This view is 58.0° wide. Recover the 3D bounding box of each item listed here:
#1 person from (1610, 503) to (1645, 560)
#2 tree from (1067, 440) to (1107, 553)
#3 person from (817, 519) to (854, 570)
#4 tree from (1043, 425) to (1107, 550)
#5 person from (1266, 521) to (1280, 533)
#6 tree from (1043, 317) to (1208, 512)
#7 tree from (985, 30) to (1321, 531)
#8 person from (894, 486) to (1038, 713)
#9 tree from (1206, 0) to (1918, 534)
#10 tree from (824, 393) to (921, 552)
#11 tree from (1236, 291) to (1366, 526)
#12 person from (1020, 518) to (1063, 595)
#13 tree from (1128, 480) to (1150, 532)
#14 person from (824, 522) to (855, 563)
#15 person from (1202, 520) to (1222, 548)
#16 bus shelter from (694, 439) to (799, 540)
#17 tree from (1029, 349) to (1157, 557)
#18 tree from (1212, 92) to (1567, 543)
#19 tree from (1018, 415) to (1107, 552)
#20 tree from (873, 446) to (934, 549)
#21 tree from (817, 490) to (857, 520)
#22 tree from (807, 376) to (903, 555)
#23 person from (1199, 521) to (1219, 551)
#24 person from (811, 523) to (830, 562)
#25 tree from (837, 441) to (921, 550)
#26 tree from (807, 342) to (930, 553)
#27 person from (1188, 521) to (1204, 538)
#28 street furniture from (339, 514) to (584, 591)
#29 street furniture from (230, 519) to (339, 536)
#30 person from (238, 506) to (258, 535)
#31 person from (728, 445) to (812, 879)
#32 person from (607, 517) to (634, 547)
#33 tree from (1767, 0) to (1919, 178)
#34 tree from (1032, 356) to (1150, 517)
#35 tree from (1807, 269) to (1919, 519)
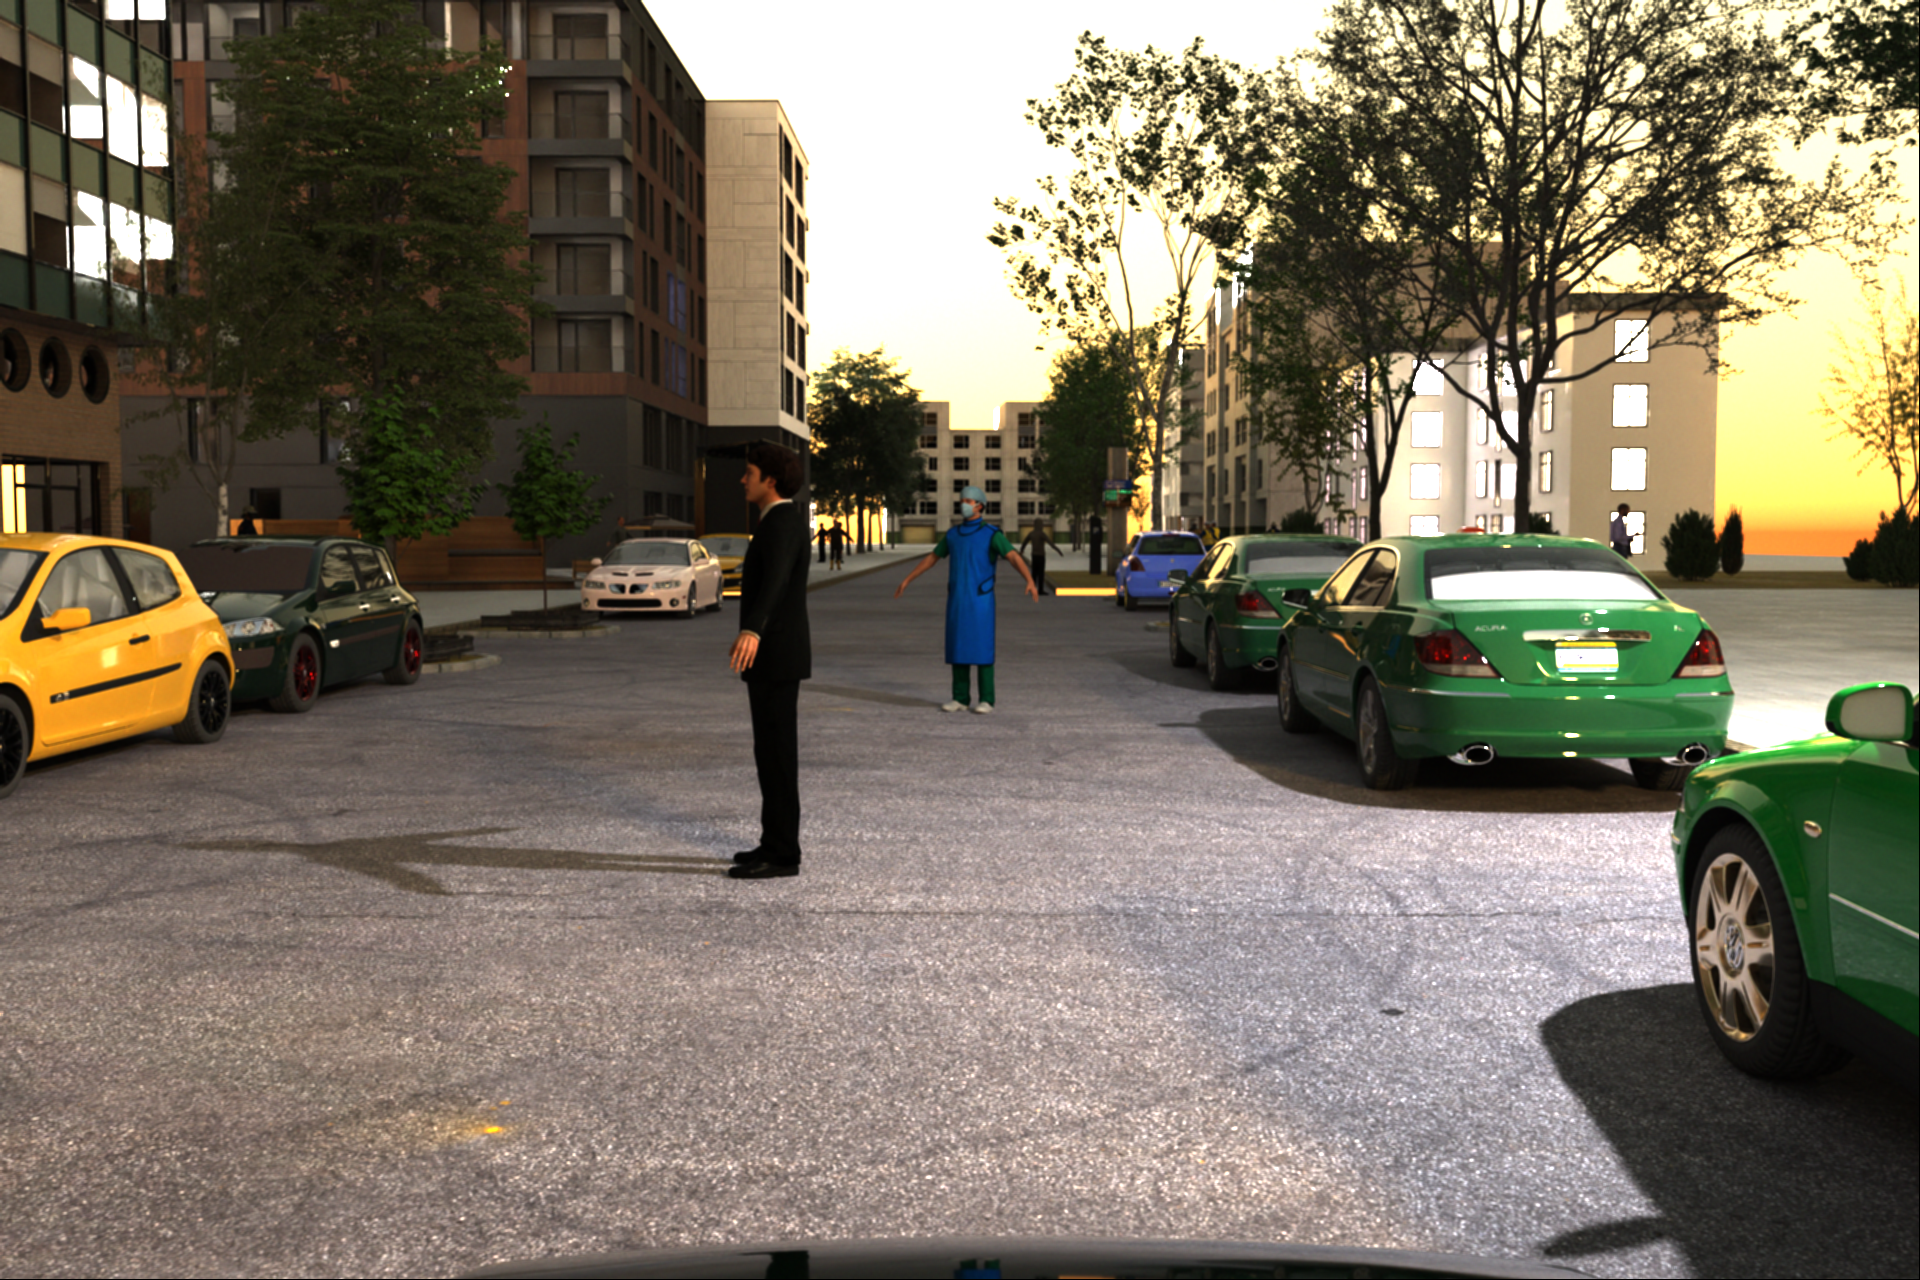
[{"bbox_3d":[12.193,-1.575,31.660,0.599,1.838,0.709,1,4,17],"label":"person"},{"bbox_3d":[8.603,-10.369,119.895,4.737,8.622,4.395,0,3,0],"label":"tree"},{"bbox_3d":[-4.466,-3.422,62.093,1.346,1.812,0.704,0,4,-7],"label":"person"},{"bbox_3d":[9.900,-13.514,139.086,7.486,12.596,7.792,0,3,0],"label":"tree"},{"bbox_3d":[14.301,-4.474,78.937,1.354,1.856,0.705,1,4,22],"label":"person"},{"bbox_3d":[7.797,-9.543,81.790,9.928,11.665,9.643,0,3,0],"label":"tree"},{"bbox_3d":[6.969,-12.800,65.167,12.611,20.169,13.585,0,3,0],"label":"tree"},{"bbox_3d":[0.078,-0.327,13.934,1.347,1.817,0.704,2,4,33],"label":"person"},{"bbox_3d":[9.134,-7.199,28.079,12.009,13.543,11.850,0,3,0],"label":"tree"},{"bbox_3d":[-6.365,-12.147,124.358,9.928,11.665,9.643,0,3,0],"label":"tree"},{"bbox_3d":[10.496,-6.213,51.948,4.737,8.622,4.395,0,3,0],"label":"tree"},{"bbox_3d":[1.862,-1.967,40.741,0.705,1.813,1.348,-3,5,-44],"label":"person"},{"bbox_3d":[24.426,-17.411,235.033,4.737,8.622,4.395,0,3,0],"label":"tree"},{"bbox_3d":[-5.300,-4.270,75.966,1.345,1.843,0.704,-1,4,-16],"label":"person"},{"bbox_3d":[10.036,-3.831,68.606,0.705,1.833,1.349,3,5,41],"label":"person"},{"bbox_3d":[-5.575,-3.347,46.000,1.731,3.624,6.357,0,4,3],"label":"bus shelter"},{"bbox_3d":[7.663,-10.526,97.856,9.928,11.665,9.643,0,3,0],"label":"tree"},{"bbox_3d":[9.830,-6.996,40.135,9.928,11.665,9.643,0,3,0],"label":"tree"},{"bbox_3d":[8.264,-11.713,125.920,8.767,10.594,7.601,1,4,11],"label":"tree"},{"bbox_3d":[-5.474,-13.012,147.156,8.767,10.594,7.601,3,5,42],"label":"tree"},{"bbox_3d":[-17.143,-18.981,236.094,9.928,11.665,9.643,0,3,0],"label":"tree"},{"bbox_3d":[-6.990,-10.345,103.550,7.601,10.594,8.767,-2,4,-28],"label":"tree"},{"bbox_3d":[9.301,-3.558,64.630,1.216,1.772,0.721,-3,5,-42],"label":"person"},{"bbox_3d":[-6.288,-4.423,78.542,0.704,1.802,1.346,-3,5,-42],"label":"person"},{"bbox_3d":[-6.434,-12.296,135.455,7.601,10.594,8.767,1,4,21],"label":"tree"},{"bbox_3d":[-6.701,-12.708,114.431,9.857,13.997,8.962,0,3,0],"label":"tree"},{"bbox_3d":[10.293,-4.305,76.148,1.354,1.858,0.705,-1,4,-9],"label":"person"},{"bbox_3d":[-13.745,-2.179,42.489,11.010,1.723,9.812,-2,4,-25],"label":"street furniture"},{"bbox_3d":[-18.599,-2.938,54.895,11.010,1.723,9.812,3,5,39],"label":"street furniture"},{"bbox_3d":[-14.105,-1.749,34.465,0.704,1.845,1.351,0,4,-5],"label":"person"},{"bbox_3d":[-0.816,0.079,7.347,0.705,1.806,1.347,0,4,-4],"label":"person"},{"bbox_3d":[-10.228,-2.819,52.368,0.705,1.796,1.348,2,4,33],"label":"person"},{"bbox_3d":[9.650,-4.766,12.339,7.601,10.594,8.767,-1,4,-12],"label":"tree"},{"bbox_3d":[8.402,-11.753,110.286,7.486,12.596,7.792,0,3,0],"label":"tree"},{"bbox_3d":[26.122,-5.936,47.414,4.360,8.622,3.978,0,3,0],"label":"tree"}]
